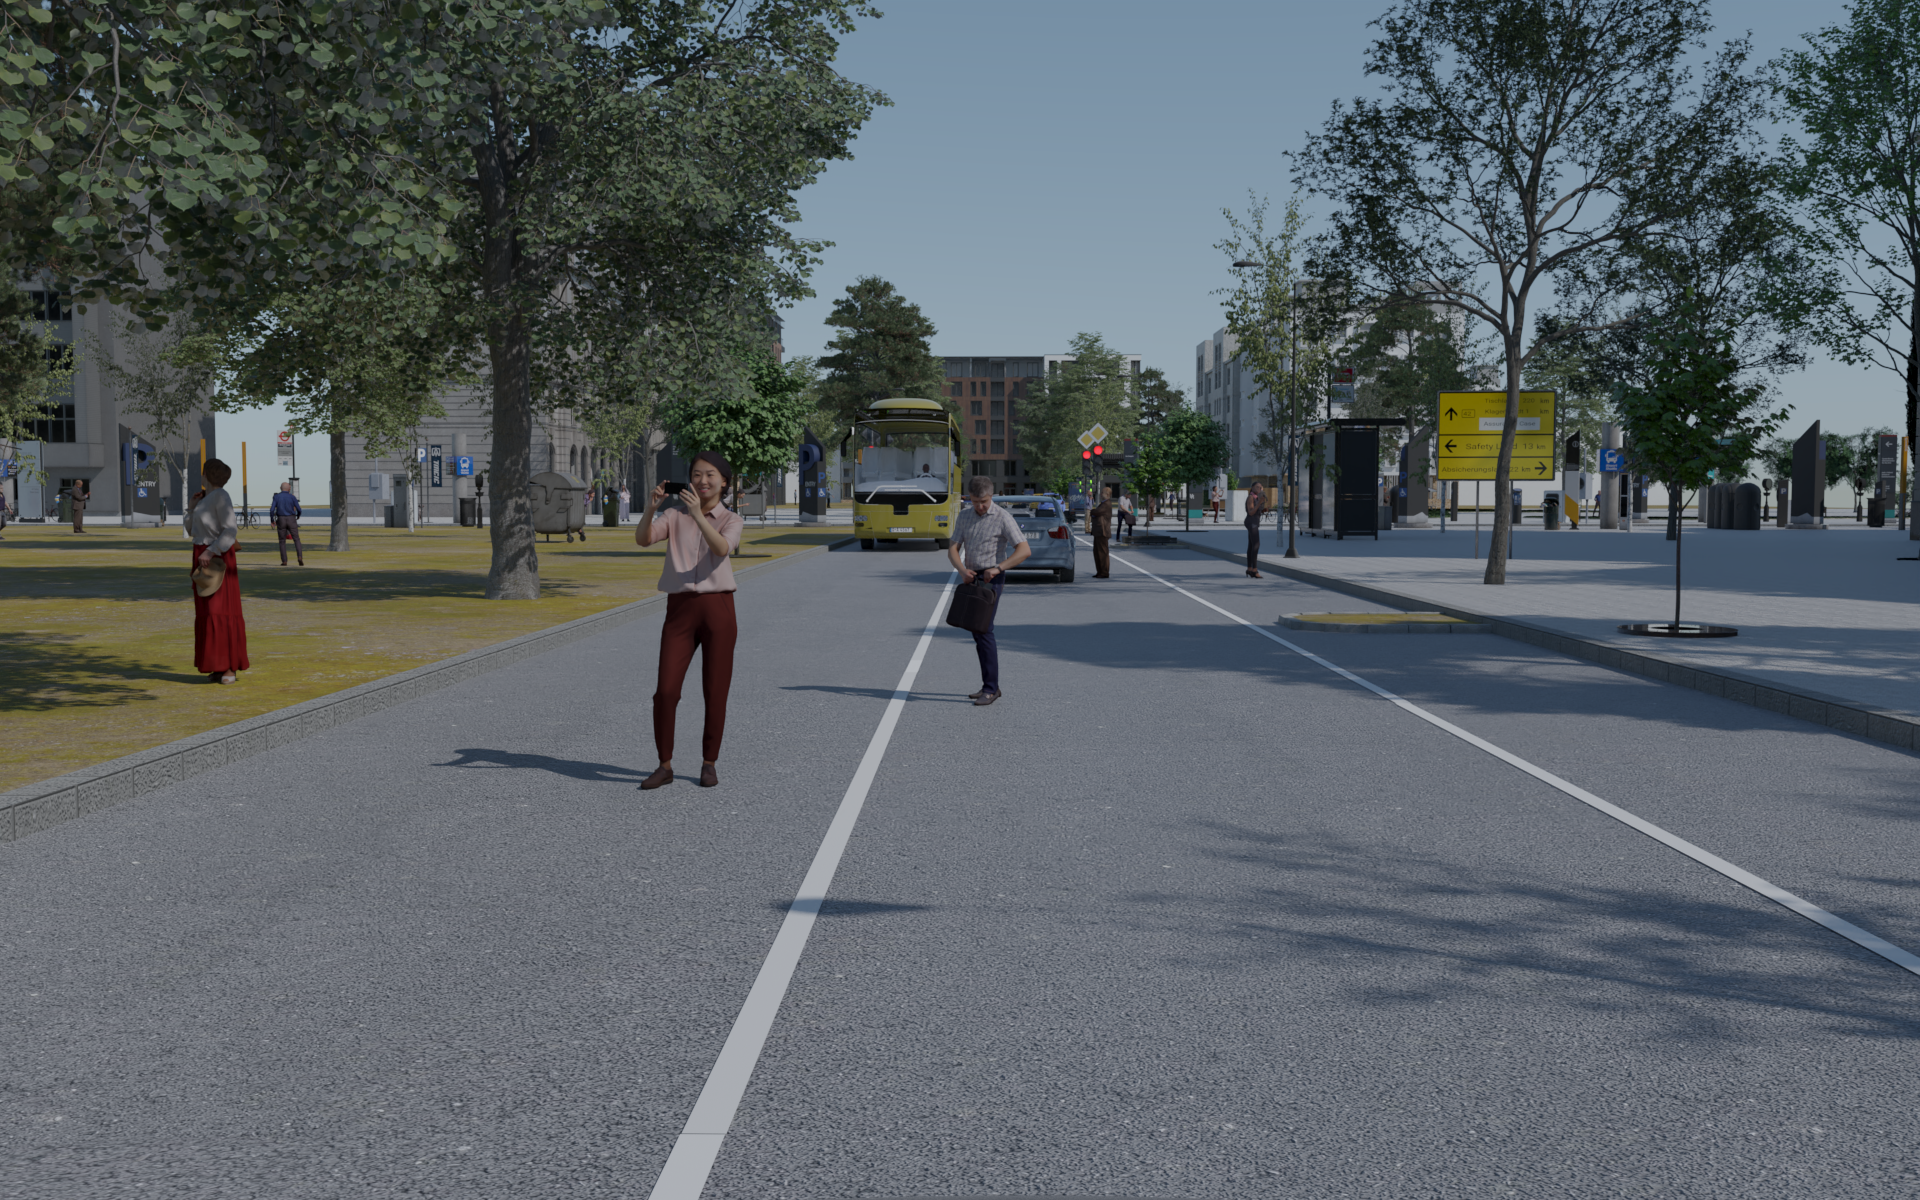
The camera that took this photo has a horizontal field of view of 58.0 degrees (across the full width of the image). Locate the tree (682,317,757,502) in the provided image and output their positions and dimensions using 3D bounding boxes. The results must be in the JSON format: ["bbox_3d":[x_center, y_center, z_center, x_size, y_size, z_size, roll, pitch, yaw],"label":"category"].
[{"bbox_3d":[-14.178,-11.096,103.482,6.751,12.117,7.091,0,3,0],"label":"tree"}]

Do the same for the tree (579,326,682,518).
[{"bbox_3d":[-16.982,-9.700,93.007,7.601,10.594,8.767,0,4,-3],"label":"tree"}]

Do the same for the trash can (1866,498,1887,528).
[{"bbox_3d":[35.176,-3.354,66.493,0.748,1.137,0.748,0,3,0],"label":"trash can"}]

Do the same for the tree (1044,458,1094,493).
[{"bbox_3d":[9.058,-9.173,133.692,4.285,4.588,4.351,0,3,0],"label":"tree"}]

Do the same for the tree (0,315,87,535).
[{"bbox_3d":[-29.344,-6.271,52.893,4.737,8.622,4.395,0,3,0],"label":"tree"}]

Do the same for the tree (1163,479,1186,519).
[{"bbox_3d":[10.900,-5.755,88.691,1.663,3.219,1.824,0,3,0],"label":"tree"}]

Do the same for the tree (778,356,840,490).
[{"bbox_3d":[-8.000,-8.665,92.042,4.737,8.622,4.395,0,3,0],"label":"tree"}]

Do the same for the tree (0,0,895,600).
[{"bbox_3d":[-5.405,-6.991,20.960,9.857,13.997,8.962,0,3,0],"label":"tree"}]

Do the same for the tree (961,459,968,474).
[{"bbox_3d":[-1.169,-16.944,227.398,4.737,8.622,4.395,0,3,0],"label":"tree"}]

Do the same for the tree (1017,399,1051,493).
[{"bbox_3d":[11.708,-19.256,222.250,7.806,13.903,7.818,0,3,0],"label":"tree"}]

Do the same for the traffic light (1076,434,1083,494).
[{"bbox_3d":[5.485,-5.274,75.471,0.839,4.213,0.868,0,4,1],"label":"traffic light"}]

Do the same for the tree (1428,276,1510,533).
[{"bbox_3d":[16.079,-6.522,56.997,4.737,8.622,4.395,0,3,0],"label":"tree"}]

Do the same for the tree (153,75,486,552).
[{"bbox_3d":[-14.122,-7.384,38.862,7.486,12.596,7.792,0,3,0],"label":"tree"}]

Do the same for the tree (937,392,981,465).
[{"bbox_3d":[-2.773,-17.512,196.694,12.009,13.543,11.850,0,3,0],"label":"tree"}]

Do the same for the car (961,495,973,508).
[{"bbox_3d":[0.614,-8.217,146.931,1.945,1.354,3.894,0,4,0],"label":"car"}]

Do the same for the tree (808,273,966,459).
[{"bbox_3d":[-4.067,-9.937,84.531,6.751,12.117,7.091,0,3,0],"label":"tree"}]

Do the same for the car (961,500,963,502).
[{"bbox_3d":[-0.798,-6.459,117.967,2.083,1.381,4.827,0,4,2],"label":"car"}]

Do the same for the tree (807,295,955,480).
[{"bbox_3d":[-4.207,-11.070,99.129,7.486,12.596,7.792,0,3,0],"label":"tree"}]

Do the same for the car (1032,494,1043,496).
[{"bbox_3d":[6.641,-8.207,144.407,2.015,1.641,3.980,0,4,1],"label":"car"}]

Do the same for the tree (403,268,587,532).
[{"bbox_3d":[-12.858,-6.080,49.764,4.360,8.622,3.978,0,3,0],"label":"tree"}]

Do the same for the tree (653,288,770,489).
[{"bbox_3d":[-8.832,-6.634,58.826,4.360,8.622,3.978,0,3,0],"label":"tree"}]

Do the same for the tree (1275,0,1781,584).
[{"bbox_3d":[7.883,-5.486,24.112,7.601,10.594,8.767,2,4,30],"label":"tree"}]

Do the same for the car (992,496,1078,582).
[{"bbox_3d":[1.013,-1.063,29.385,2.014,1.417,4.499,0,4,1],"label":"car"}]

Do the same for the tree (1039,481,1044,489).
[{"bbox_3d":[10.619,-13.019,196.572,4.285,4.588,4.351,0,3,0],"label":"tree"}]

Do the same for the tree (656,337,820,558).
[{"bbox_3d":[-4.493,-3.157,35.330,4.285,4.588,4.351,0,3,0],"label":"tree"}]

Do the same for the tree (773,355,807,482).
[{"bbox_3d":[-13.099,-13.661,141.492,7.486,12.596,7.792,0,3,0],"label":"tree"}]

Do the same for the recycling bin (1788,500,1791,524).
[{"bbox_3d":[36.174,-3.858,75.630,0.722,1.027,0.722,1,4,11],"label":"recycling bin"}]

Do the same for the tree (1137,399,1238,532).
[{"bbox_3d":[7.801,-4.589,58.740,4.285,4.588,4.351,0,3,0],"label":"tree"}]

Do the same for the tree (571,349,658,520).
[{"bbox_3d":[-16.593,-8.206,84.533,4.737,8.622,4.395,0,3,0],"label":"tree"}]

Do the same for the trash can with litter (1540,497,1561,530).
[{"bbox_3d":[21.054,-3.076,61.687,0.624,1.170,1.055,2,4,30],"label":"trash can with litter"}]

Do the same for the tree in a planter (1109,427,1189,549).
[{"bbox_3d":[4.990,-2.983,46.000,1.991,3.239,1.994,0,4,1],"label":"tree in a planter"}]

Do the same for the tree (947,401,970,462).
[{"bbox_3d":[-2.665,-15.865,185.141,9.928,11.665,9.643,0,3,0],"label":"tree"}]

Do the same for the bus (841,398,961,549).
[{"bbox_3d":[-1.340,-3.461,48.130,2.896,3.916,12.252,0,4,1],"label":"bus"}]

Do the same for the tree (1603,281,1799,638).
[{"bbox_3d":[6.727,-1.297,15.806,1.663,3.219,1.824,0,3,0],"label":"tree"}]

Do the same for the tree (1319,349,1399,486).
[{"bbox_3d":[20.064,-8.337,86.666,4.360,8.622,3.978,0,3,0],"label":"tree"}]

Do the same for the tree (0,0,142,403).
[{"bbox_3d":[-17.551,-7.375,28.010,7.806,13.903,7.818,0,3,0],"label":"tree"}]

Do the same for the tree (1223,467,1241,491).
[{"bbox_3d":[18.870,-7.782,121.834,1.663,3.219,1.824,0,3,0],"label":"tree"}]

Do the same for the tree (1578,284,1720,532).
[{"bbox_3d":[22.643,-6.569,57.771,4.360,8.622,3.978,0,3,0],"label":"tree"}]

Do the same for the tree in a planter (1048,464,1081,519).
[{"bbox_3d":[5.958,-6.295,100.148,1.991,3.239,1.994,0,4,1],"label":"tree in a planter"}]

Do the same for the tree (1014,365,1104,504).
[{"bbox_3d":[9.891,-16.085,169.645,9.857,13.997,8.962,0,3,0],"label":"tree"}]

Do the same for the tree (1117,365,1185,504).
[{"bbox_3d":[16.420,-13.663,145.453,6.751,12.117,7.091,0,3,0],"label":"tree"}]

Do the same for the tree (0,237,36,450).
[{"bbox_3d":[-25.024,-7.250,40.591,6.751,12.117,7.091,0,3,0],"label":"tree"}]

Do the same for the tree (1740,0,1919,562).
[{"bbox_3d":[18.837,-6.564,33.084,9.928,11.665,9.643,0,3,0],"label":"tree"}]

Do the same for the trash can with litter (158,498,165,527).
[{"bbox_3d":[-31.769,-3.507,68.725,0.624,1.170,1.055,-3,4,-36],"label":"trash can with litter"}]

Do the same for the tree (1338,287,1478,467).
[{"bbox_3d":[26.949,-11.952,102.839,7.806,13.903,7.818,0,3,0],"label":"tree"}]

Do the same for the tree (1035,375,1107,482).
[{"bbox_3d":[10.079,-14.274,155.434,6.751,12.117,7.091,0,3,0],"label":"tree"}]

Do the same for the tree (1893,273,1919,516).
[{"bbox_3d":[57.594,-11.703,93.159,13.155,14.587,18.604,-3,4,-36],"label":"tree"}]

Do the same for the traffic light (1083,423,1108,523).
[{"bbox_3d":[5.343,-4.785,67.487,0.839,4.213,0.868,0,4,1],"label":"traffic light"}]

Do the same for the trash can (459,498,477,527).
[{"bbox_3d":[-19.240,-3.429,67.716,0.748,1.137,0.748,0,3,0],"label":"trash can"}]

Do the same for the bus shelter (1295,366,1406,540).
[{"bbox_3d":[11.291,-4.549,52.007,2.179,5.291,8.768,0,4,1],"label":"bus shelter"}]

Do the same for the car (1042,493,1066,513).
[{"bbox_3d":[5.996,-6.362,113.608,1.945,1.707,3.694,0,4,1],"label":"car"}]

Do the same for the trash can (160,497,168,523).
[{"bbox_3d":[-35.934,-4.038,77.678,0.748,1.137,0.748,0,3,0],"label":"trash can"}]

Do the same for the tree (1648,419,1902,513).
[{"bbox_3d":[58.357,-9.995,126.330,20.602,7.101,11.467,3,5,40],"label":"tree"}]

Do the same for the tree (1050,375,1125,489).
[{"bbox_3d":[8.480,-9.612,107.525,4.737,8.622,4.395,0,3,0],"label":"tree"}]

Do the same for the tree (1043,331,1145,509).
[{"bbox_3d":[9.300,-12.414,121.095,7.486,12.596,7.792,0,3,0],"label":"tree"}]

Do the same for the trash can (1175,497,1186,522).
[{"bbox_3d":[10.443,-4.244,81.049,0.748,1.137,0.748,0,3,0],"label":"trash can"}]

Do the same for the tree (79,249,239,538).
[{"bbox_3d":[-22.839,-6.115,50.343,4.360,8.622,3.978,0,3,0],"label":"tree"}]

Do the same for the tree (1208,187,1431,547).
[{"bbox_3d":[7.911,-5.584,41.664,4.737,8.622,4.395,0,3,0],"label":"tree"}]

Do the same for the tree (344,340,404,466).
[{"bbox_3d":[-18.671,-6.581,57.966,4.360,8.622,3.978,0,3,0],"label":"tree"}]
